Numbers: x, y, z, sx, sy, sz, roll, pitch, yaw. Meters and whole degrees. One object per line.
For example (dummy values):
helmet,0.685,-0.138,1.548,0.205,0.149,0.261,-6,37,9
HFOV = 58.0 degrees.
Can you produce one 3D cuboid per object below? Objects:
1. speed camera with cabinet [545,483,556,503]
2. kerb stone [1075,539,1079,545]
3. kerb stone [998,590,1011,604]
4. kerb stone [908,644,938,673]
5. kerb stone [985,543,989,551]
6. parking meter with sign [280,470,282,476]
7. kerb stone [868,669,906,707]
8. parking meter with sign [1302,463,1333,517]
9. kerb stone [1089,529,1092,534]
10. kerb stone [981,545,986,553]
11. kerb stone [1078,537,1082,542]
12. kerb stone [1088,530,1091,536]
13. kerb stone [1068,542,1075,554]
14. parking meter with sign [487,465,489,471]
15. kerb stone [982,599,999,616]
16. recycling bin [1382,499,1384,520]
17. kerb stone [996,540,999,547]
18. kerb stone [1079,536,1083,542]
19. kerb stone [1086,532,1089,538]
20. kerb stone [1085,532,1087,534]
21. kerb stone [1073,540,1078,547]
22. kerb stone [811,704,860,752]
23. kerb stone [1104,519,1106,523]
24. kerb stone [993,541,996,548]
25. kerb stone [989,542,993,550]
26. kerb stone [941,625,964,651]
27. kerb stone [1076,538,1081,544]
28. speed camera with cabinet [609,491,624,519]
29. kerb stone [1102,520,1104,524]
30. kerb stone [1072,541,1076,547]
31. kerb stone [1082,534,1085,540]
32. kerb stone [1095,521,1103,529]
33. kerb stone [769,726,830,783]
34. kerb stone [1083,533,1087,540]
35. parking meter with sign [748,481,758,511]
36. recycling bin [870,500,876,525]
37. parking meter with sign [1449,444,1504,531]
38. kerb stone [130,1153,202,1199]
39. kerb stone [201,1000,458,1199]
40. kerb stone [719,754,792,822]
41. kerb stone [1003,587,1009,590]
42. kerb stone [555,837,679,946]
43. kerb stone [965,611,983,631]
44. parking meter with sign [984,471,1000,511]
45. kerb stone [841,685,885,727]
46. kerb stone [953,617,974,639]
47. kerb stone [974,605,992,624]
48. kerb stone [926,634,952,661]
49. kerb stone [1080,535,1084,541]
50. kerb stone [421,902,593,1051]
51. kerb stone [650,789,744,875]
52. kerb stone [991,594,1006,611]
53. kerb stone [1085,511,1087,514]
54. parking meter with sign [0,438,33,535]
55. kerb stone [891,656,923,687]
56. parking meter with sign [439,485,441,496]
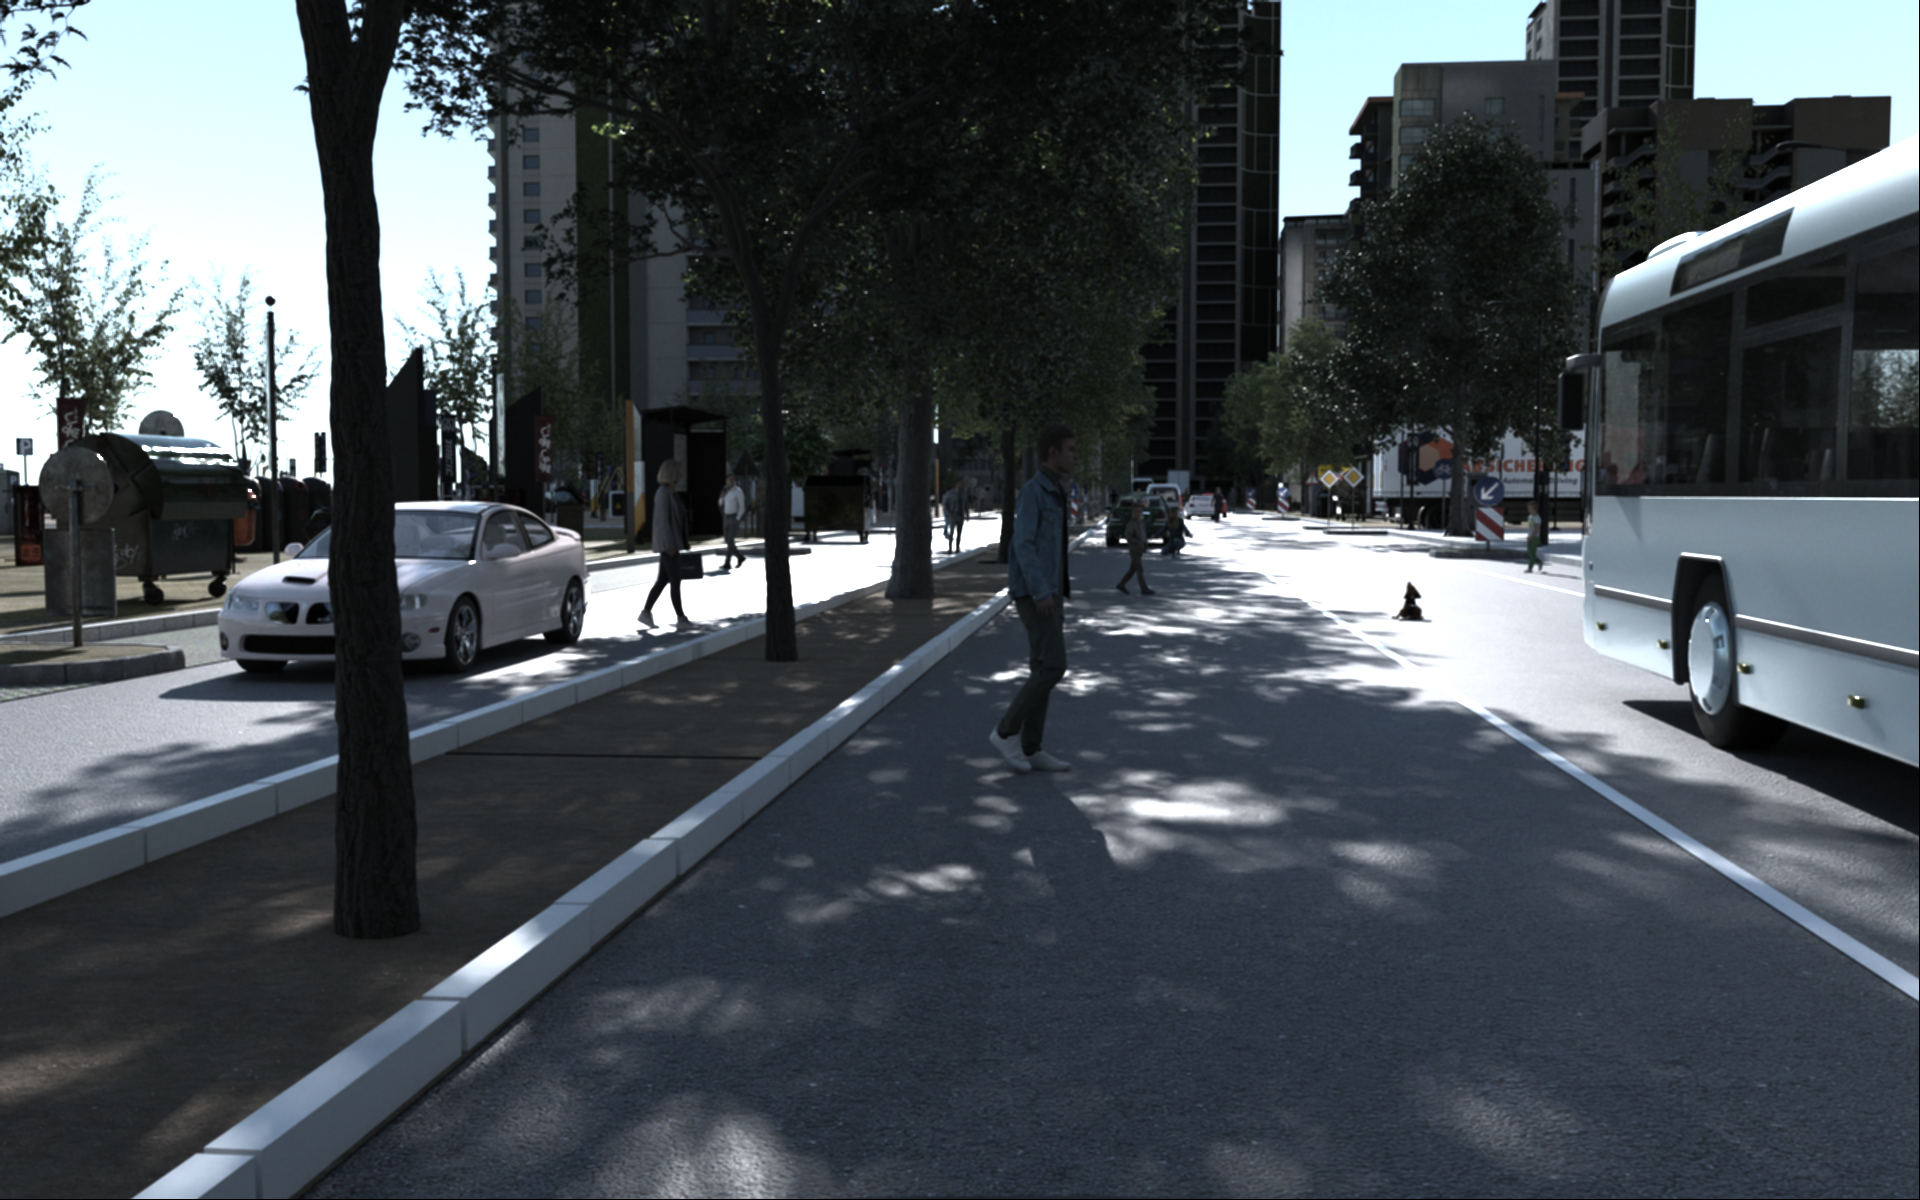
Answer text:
speed camera with cabinet,-32.694,-8.736,137.170,2.038,3.252,0.660,2,4,32
kerb stone,3.074,-1.498,46.681,0.120,0.150,1.000,0,4,6
kerb stone,0.531,0.001,22.236,0.120,0.150,1.000,0,4,6
kerb stone,-0.316,0.496,14.092,0.120,0.150,1.000,0,4,6
kerb stone,0.560,-1.263,42.843,0.120,0.150,1.000,0,4,6
parking meter with sign,-48.214,-7.898,125.396,1.738,3.016,0.543,-1,4,-9
kerb stone,-0.523,0.621,12.043,0.120,0.150,1.000,0,4,6
parking meter with sign,20.117,-6.186,97.396,1.738,3.016,0.543,1,4,14
kerb stone,4.342,-2.246,58.910,0.120,0.150,1.000,0,4,6
kerb stone,0.454,-1.201,41.826,0.120,0.150,1.000,0,4,6
kerb stone,3.283,-1.618,48.721,0.120,0.150,1.000,0,4,6
kerb stone,4.130,-2.121,56.877,0.120,0.150,1.000,0,4,6
kerb stone,2.755,-1.305,43.626,0.120,0.150,1.000,0,4,6
parking meter with sign,-28.156,-6.477,102.156,0.543,3.016,1.738,1,4,12
kerb stone,0.322,0.125,20.198,0.120,0.150,1.000,0,4,6
recycling bin,21.071,-4.395,84.406,0.722,1.027,0.722,-2,4,-27
kerb stone,0.874,-1.447,45.893,0.120,0.150,1.000,0,4,6
kerb stone,3.388,-1.685,49.740,0.120,0.150,1.000,0,4,6
kerb stone,3.922,-1.995,54.835,0.120,0.150,1.000,0,4,6
kerb stone,3.806,-1.934,53.819,0.120,0.150,1.000,0,4,6
kerb stone,2.966,-1.435,45.664,0.120,0.150,1.000,0,4,6
kerb stone,-0.731,0.749,10.010,0.120,0.150,1.000,0,4,6
kerb stone,6.624,-3.590,80.926,0.120,0.150,1.000,0,4,6
kerb stone,0.766,-1.387,44.877,0.120,0.150,1.000,0,4,6
kerb stone,0.668,-1.325,43.860,0.120,0.150,1.000,0,4,6
kerb stone,-0.097,0.373,16.125,0.120,0.150,1.000,0,4,6
kerb stone,3.177,-1.558,47.701,0.120,0.150,1.000,0,4,6
speed camera with cabinet,-17.337,-5.890,90.642,2.038,3.252,0.660,-1,4,-13
kerb stone,6.300,-3.405,77.874,0.120,0.150,1.000,0,4,6
kerb stone,2.853,-1.370,44.643,0.120,0.150,1.000,0,4,6
kerb stone,3.599,-1.810,51.786,0.120,0.150,1.000,0,4,6
kerb stone,6.094,-3.281,75.837,0.120,0.150,1.000,0,4,6
kerb stone,-0.839,0.807,8.993,0.120,0.150,1.000,0,4,6
kerb stone,3.710,-1.872,52.802,0.120,0.150,1.000,0,4,6
parking meter with sign,-15.569,-8.217,130.600,0.543,3.016,1.738,1,4,9
recycling bin,-3.888,-3.615,71.663,0.722,1.027,0.722,0,4,6
parking meter with sign,18.082,-3.940,60.674,1.738,3.016,0.543,0,4,8
kerb stone,-1.481,1.185,2.879,0.120,0.150,1.000,0,4,6
kerb stone,-1.374,1.120,3.896,0.120,0.150,1.000,0,4,6
kerb stone,-0.946,0.871,7.977,0.120,0.150,1.000,0,4,6
kerb stone,0.638,-0.063,23.252,0.120,0.150,1.000,0,4,6
kerb stone,-1.165,0.994,5.936,0.120,0.150,1.000,0,4,6
kerb stone,0.113,0.247,18.164,0.120,0.150,1.000,0,4,6
parking meter with sign,2.175,-8.374,133.172,1.738,3.016,0.543,0,4,5
kerb stone,-0.630,0.688,11.027,0.120,0.150,1.000,0,4,6
kerb stone,0.005,0.309,17.144,0.120,0.150,1.000,0,4,6
kerb stone,0.220,0.187,19.181,0.120,0.150,1.000,0,4,6
kerb stone,-0.209,0.433,15.109,0.120,0.150,1.000,0,4,6
kerb stone,3.494,-1.742,50.765,0.120,0.150,1.000,0,4,6
kerb stone,-1.265,1.057,4.919,0.120,0.150,1.000,0,4,6
kerb stone,-1.050,0.932,6.961,0.120,0.150,1.000,0,4,6
kerb stone,0.430,0.067,21.219,0.120,0.150,1.000,0,4,6
kerb stone,9.831,-6.727,132.173,0.120,0.150,1.000,0,4,6
parking meter with sign,-29.717,-3.529,53.961,1.738,3.016,0.543,1,4,21
kerb stone,-0.421,0.562,13.060,0.120,0.150,1.000,0,4,6
parking meter with sign,-44.148,-9.278,147.952,1.738,3.016,0.543,-1,4,-17
